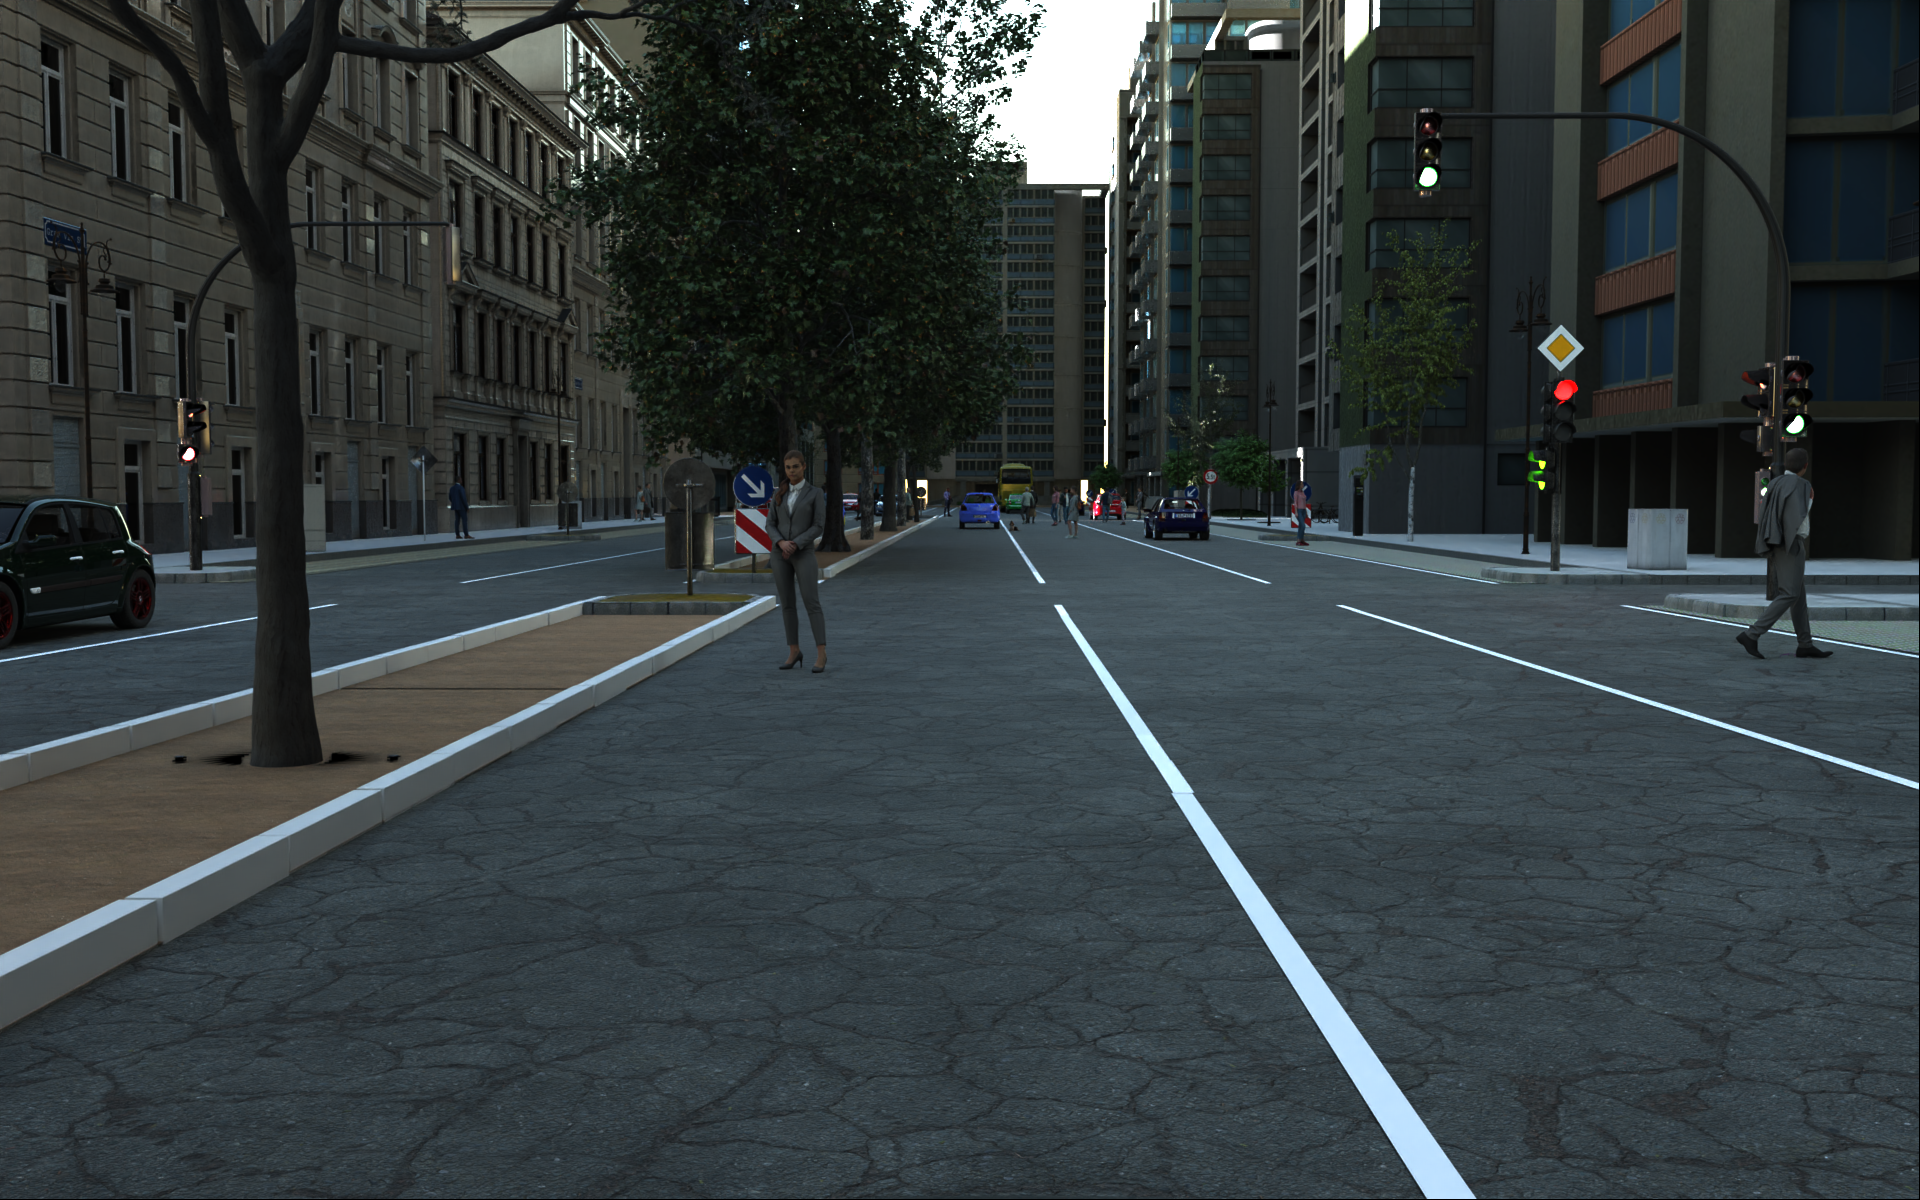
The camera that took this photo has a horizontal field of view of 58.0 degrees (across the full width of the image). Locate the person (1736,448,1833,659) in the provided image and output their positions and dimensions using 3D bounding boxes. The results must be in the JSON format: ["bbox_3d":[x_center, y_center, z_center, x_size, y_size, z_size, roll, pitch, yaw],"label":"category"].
[{"bbox_3d":[7.219,-0.397,15.085,0.850,1.850,0.679,0,4,5],"label":"person"}]

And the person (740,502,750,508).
[{"bbox_3d":[-10.667,-4.766,86.206,0.659,1.850,0.755,-1,4,-20],"label":"person"}]

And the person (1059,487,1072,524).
[{"bbox_3d":[5.001,-4.451,81.618,0.623,1.781,0.721,-3,4,-39],"label":"person"}]

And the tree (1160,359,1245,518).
[{"bbox_3d":[13.300,-8.777,93.860,4.360,8.622,3.978,0,3,0],"label":"tree"}]

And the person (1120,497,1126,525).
[{"bbox_3d":[7.556,-4.130,80.298,0.394,1.301,0.425,-2,4,-30],"label":"person"}]

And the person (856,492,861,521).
[{"bbox_3d":[-5.161,-5.118,92.138,0.622,1.834,0.822,-2,4,-33],"label":"person"}]

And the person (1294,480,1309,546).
[{"bbox_3d":[9.375,-2.396,47.682,0.388,1.821,0.555,2,4,34],"label":"person"}]

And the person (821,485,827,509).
[{"bbox_3d":[-5.704,-3.840,71.542,0.793,1.790,0.793,2,4,30],"label":"person"}]

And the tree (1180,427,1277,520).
[{"bbox_3d":[13.946,-6.214,85.319,4.285,4.588,4.351,0,3,0],"label":"tree"}]

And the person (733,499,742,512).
[{"bbox_3d":[-10.549,-4.202,82.221,0.505,1.210,0.382,0,4,0],"label":"person"}]

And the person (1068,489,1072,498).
[{"bbox_3d":[7.184,-6.321,112.530,0.721,1.739,1.217,2,4,26],"label":"person"}]

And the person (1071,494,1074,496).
[{"bbox_3d":[11.715,-10.444,180.087,1.217,1.723,0.721,3,5,41],"label":"person"}]

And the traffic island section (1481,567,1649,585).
[{"bbox_3d":[9.948,-0.404,28.892,2.009,0.180,2.903,0,4,1],"label":"traffic island section"}]

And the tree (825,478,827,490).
[{"bbox_3d":[-13.415,-11.121,176.436,1.663,3.219,1.824,0,3,0],"label":"tree"}]

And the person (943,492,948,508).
[{"bbox_3d":[-1.361,-10.115,174.684,0.742,1.727,0.445,1,4,17],"label":"person"}]

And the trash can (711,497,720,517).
[{"bbox_3d":[-13.873,-5.272,97.848,0.748,1.137,0.748,0,3,0],"label":"trash can"}]

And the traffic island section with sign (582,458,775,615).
[{"bbox_3d":[-3.436,-0.806,21.318,2.006,1.907,1.989,0,4,1],"label":"traffic island section with sign"}]

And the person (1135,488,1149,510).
[{"bbox_3d":[14.506,-8.031,138.070,1.217,1.735,0.721,2,4,24],"label":"person"}]

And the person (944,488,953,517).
[{"bbox_3d":[-0.700,-6.201,109.748,0.599,1.838,0.709,3,5,40],"label":"person"}]

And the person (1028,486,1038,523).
[{"bbox_3d":[3.500,-4.699,85.103,0.659,1.850,0.755,0,4,-8],"label":"person"}]

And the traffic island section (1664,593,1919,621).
[{"bbox_3d":[9.844,0.084,20.908,2.009,0.180,2.903,0,4,1],"label":"traffic island section"}]

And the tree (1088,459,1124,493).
[{"bbox_3d":[13.903,-11.083,164.924,4.285,4.588,4.351,0,3,0],"label":"tree"}]

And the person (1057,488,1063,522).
[{"bbox_3d":[5.046,-4.829,87.998,0.519,1.759,0.362,-1,4,-20],"label":"person"}]

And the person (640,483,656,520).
[{"bbox_3d":[-15.213,-4.792,84.489,0.767,1.812,0.694,1,4,9],"label":"person"}]

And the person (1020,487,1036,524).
[{"bbox_3d":[3.267,-4.507,82.668,0.782,1.767,0.515,-1,4,-23],"label":"person"}]

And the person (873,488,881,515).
[{"bbox_3d":[-5.683,-6.698,118.034,1.348,1.821,0.705,1,4,12],"label":"person"}]

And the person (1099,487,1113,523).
[{"bbox_3d":[7.338,-4.765,86.748,0.623,1.781,0.721,-1,4,-14],"label":"person"}]

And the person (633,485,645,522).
[{"bbox_3d":[-14.912,-4.500,80.616,0.522,1.701,0.512,1,4,15],"label":"person"}]

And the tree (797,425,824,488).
[{"bbox_3d":[-13.345,-11.796,143.233,4.360,8.622,3.978,0,3,0],"label":"tree"}]

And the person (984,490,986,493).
[{"bbox_3d":[1.735,-7.047,124.240,1.217,1.766,0.721,1,4,21],"label":"person"}]

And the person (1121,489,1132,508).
[{"bbox_3d":[14.782,-9.020,154.239,1.217,1.735,0.721,3,4,39],"label":"person"}]

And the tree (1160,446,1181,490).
[{"bbox_3d":[14.043,-7.593,107.858,4.285,4.588,4.351,0,3,0],"label":"tree"}]

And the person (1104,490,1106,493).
[{"bbox_3d":[11.371,-7.681,134.755,0.551,1.740,0.621,2,4,32],"label":"person"}]

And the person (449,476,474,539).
[{"bbox_3d":[-14.356,-2.662,49.742,0.721,1.800,0.419,2,4,24],"label":"person"}]

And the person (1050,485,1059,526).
[{"bbox_3d":[4.295,-4.286,78.581,0.388,1.821,0.555,-2,4,-34],"label":"person"}]

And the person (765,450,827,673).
[{"bbox_3d":[-1.338,-0.324,14.076,0.520,1.790,0.573,0,4,0],"label":"person"}]

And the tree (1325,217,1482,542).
[{"bbox_3d":[12.142,-5.897,46.775,4.737,8.622,4.395,0,3,0],"label":"tree"}]

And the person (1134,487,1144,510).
[{"bbox_3d":[14.606,-8.257,141.026,0.705,1.826,1.348,-2,4,-29],"label":"person"}]

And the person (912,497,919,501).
[{"bbox_3d":[-3.507,-7.828,139.750,1.065,1.426,0.557,0,4,6],"label":"person"}]

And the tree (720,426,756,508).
[{"bbox_3d":[-13.664,-9.617,107.607,4.360,8.622,3.978,0,3,0],"label":"tree"}]

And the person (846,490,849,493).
[{"bbox_3d":[-9.611,-8.421,146.706,0.721,1.766,1.217,3,5,43],"label":"person"}]

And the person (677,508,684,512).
[{"bbox_3d":[-14.044,-4.669,87.059,0.373,1.253,0.362,-1,4,-13],"label":"person"}]

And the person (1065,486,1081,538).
[{"bbox_3d":[3.706,-2.862,56.302,0.522,1.701,0.512,1,4,12],"label":"person"}]

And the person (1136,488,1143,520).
[{"bbox_3d":[10.036,-5.433,97.607,0.573,1.790,0.520,-2,4,-27],"label":"person"}]

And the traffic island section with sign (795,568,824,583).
[{"bbox_3d":[-3.331,-1.259,28.724,2.006,1.907,1.989,0,4,1],"label":"traffic island section with sign"}]

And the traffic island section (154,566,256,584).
[{"bbox_3d":[-12.892,-0.423,29.192,2.009,0.180,2.903,0,4,1],"label":"traffic island section"}]

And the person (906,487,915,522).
[{"bbox_3d":[-2.628,-4.784,87.207,0.515,1.767,0.782,-3,4,-36],"label":"person"}]
